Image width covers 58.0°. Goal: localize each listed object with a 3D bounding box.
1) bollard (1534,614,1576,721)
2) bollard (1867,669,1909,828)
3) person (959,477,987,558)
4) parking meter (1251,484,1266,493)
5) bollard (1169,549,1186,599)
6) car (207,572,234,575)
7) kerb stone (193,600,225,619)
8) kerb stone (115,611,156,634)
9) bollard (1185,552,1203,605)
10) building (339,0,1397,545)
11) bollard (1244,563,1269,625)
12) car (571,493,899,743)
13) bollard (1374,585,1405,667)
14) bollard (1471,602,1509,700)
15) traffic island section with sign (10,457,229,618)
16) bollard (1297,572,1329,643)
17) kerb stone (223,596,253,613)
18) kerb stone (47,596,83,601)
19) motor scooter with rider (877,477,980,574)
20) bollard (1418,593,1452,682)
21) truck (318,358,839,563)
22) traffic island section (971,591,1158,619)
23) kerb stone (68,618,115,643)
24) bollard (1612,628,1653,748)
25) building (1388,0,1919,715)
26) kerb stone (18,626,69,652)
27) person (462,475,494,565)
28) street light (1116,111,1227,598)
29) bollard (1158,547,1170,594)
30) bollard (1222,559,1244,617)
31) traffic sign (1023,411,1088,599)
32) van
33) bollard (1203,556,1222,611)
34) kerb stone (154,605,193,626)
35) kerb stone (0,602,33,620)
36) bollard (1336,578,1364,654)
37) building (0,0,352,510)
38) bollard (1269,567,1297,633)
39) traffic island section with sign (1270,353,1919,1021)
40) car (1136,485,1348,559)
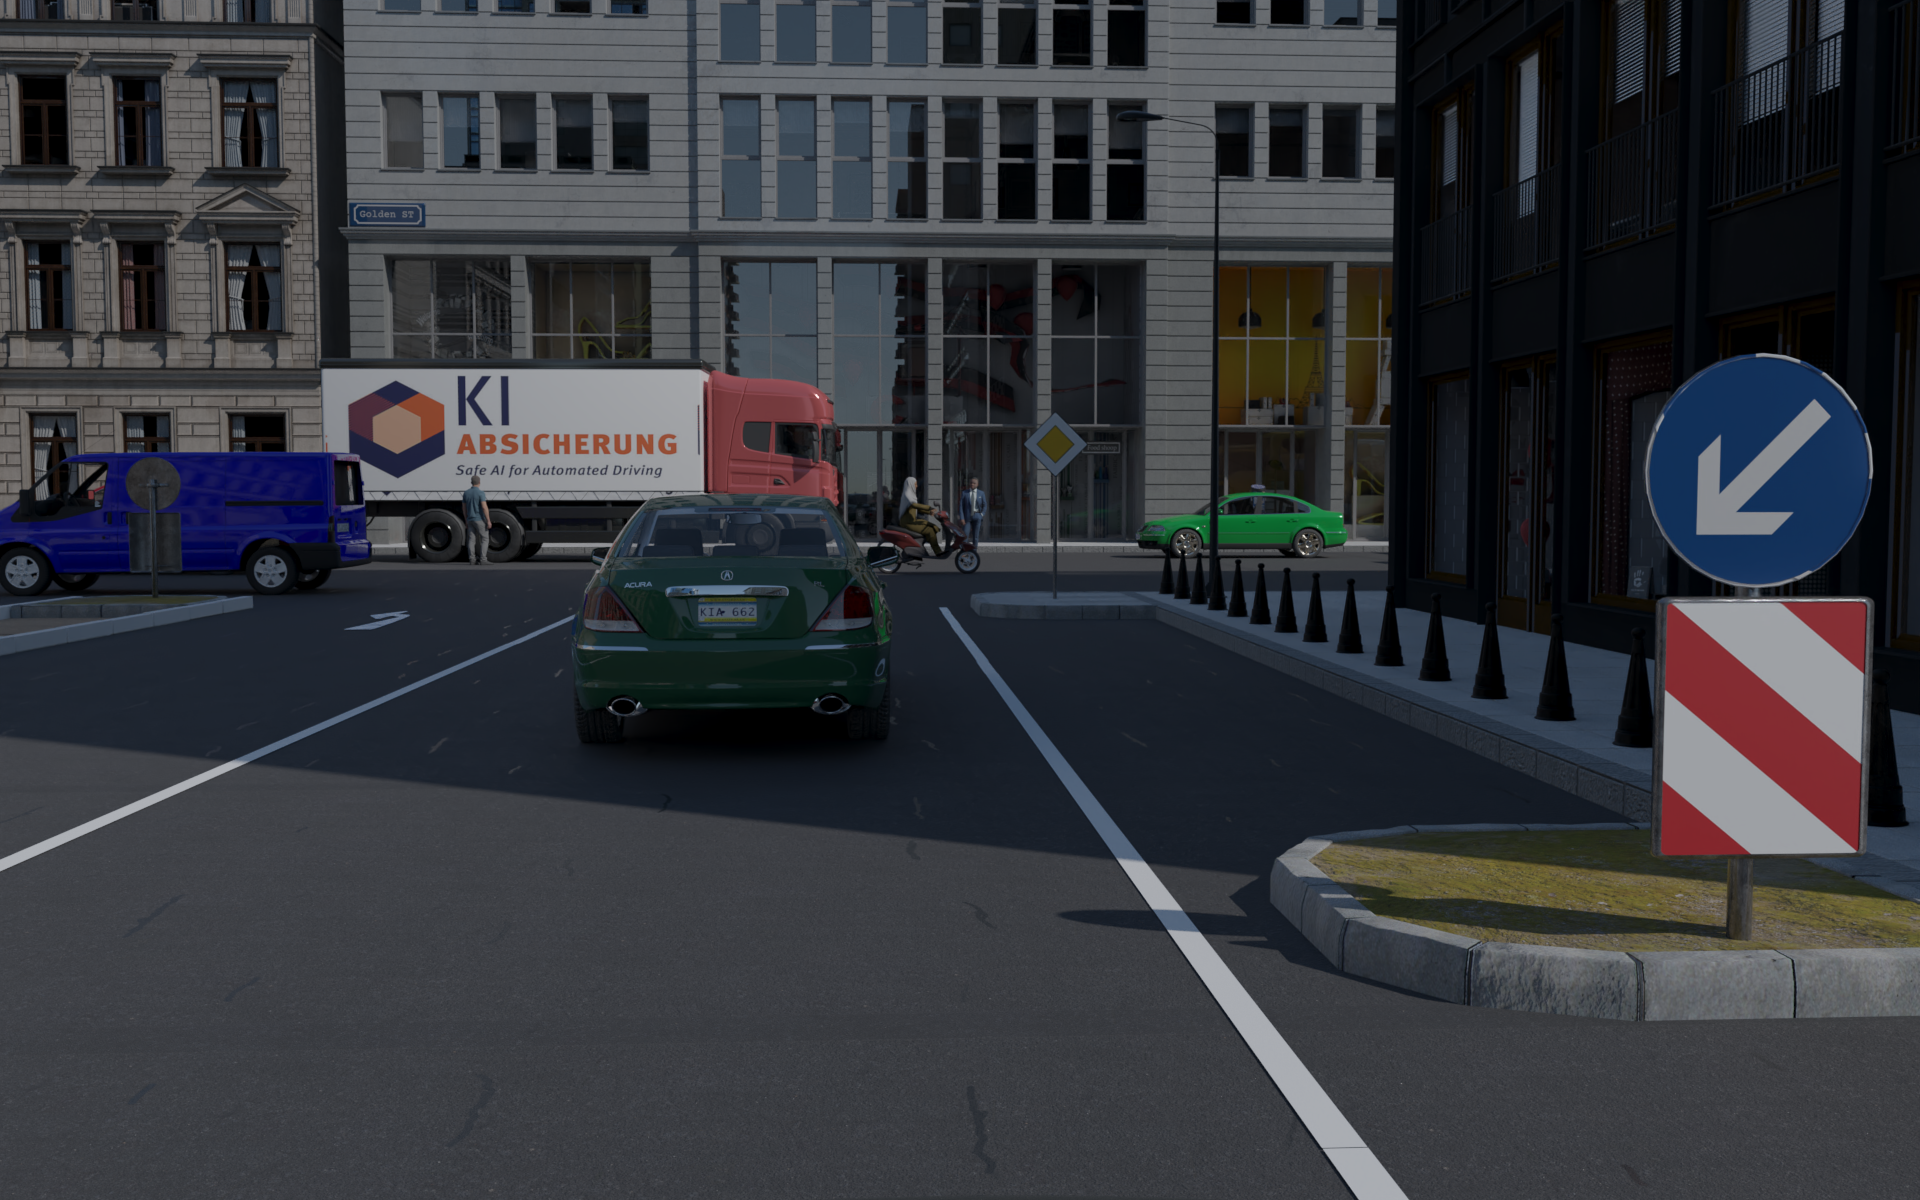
[{"bbox_3d":[3.396,0.378,9.862,0.229,0.601,0.229,0,3,0],"label":"bollard"},{"bbox_3d":[3.582,0.568,6.755,0.229,0.601,0.229,0,3,0],"label":"bollard"},{"bbox_3d":[0.249,-1.822,38.468,0.721,1.800,0.419,-1,4,-11],"label":"person"},{"bbox_3d":[7.649,-2.205,44.463,0.372,1.533,0.369,0,3,0],"label":"parking meter"},{"bbox_3d":[2.728,-0.316,21.207,0.229,0.601,0.229,0,3,0],"label":"bollard"},{"bbox_3d":[-14.607,-1.388,31.374,5.304,1.827,2.281,0,4,-3],"label":"car"},{"bbox_3d":[-8.861,0.124,20.232,0.120,0.150,1.000,0,4,-3],"label":"kerb stone"},{"bbox_3d":[-8.733,0.252,18.185,0.120,0.150,1.000,0,4,-3],"label":"kerb stone"},{"bbox_3d":[2.787,-0.253,20.182,0.229,0.601,0.229,0,3,0],"label":"bollard"},{"bbox_3d":[-0.964,-16.621,49.238,29.804,29.767,11.434,0,4,-3],"label":"building"},{"bbox_3d":[2.971,-0.065,17.098,0.229,0.601,0.229,0,3,0],"label":"bollard"},{"bbox_3d":[-1.436,0.020,11.472,2.131,1.459,4.920,0,4,-5],"label":"car"},{"bbox_3d":[3.216,0.188,12.961,0.229,0.601,0.229,0,3,0],"label":"bollard"},{"bbox_3d":[3.337,0.315,10.895,0.229,0.601,0.229,0,3,0],"label":"bollard"},{"bbox_3d":[-9.940,-0.777,20.833,2.006,1.907,1.989,0,4,-3],"label":"traffic island section with sign"},{"bbox_3d":[3.090,0.061,15.043,0.229,0.601,0.229,0,3,0],"label":"bollard"},{"bbox_3d":[-8.916,0.058,21.258,0.120,0.150,1.000,0,4,-3],"label":"kerb stone"},{"bbox_3d":[-11.026,0.060,21.212,0.120,0.150,1.000,0,4,-3],"label":"kerb stone"},{"bbox_3d":[-0.623,-1.353,31.091,1.986,1.779,0.876,0,4,-2],"label":"motor scooter with rider"},{"bbox_3d":[3.277,0.251,11.932,0.229,0.601,0.229,0,3,0],"label":"bollard"},{"bbox_3d":[-7.611,-2.946,37.081,11.283,4.237,2.839,0,4,-1],"label":"truck"},{"bbox_3d":[1.183,0.063,21.247,2.009,0.180,2.903,0,4,-3],"label":"traffic island section"},{"bbox_3d":[-8.674,0.310,17.162,0.120,0.150,1.000,0,4,-3],"label":"kerb stone"},{"bbox_3d":[3.456,0.441,8.837,0.229,0.601,0.229,0,3,0],"label":"bollard"},{"bbox_3d":[11.457,-11.117,11.440,12.332,23.373,15.834,0,4,-3],"label":"building"},{"bbox_3d":[-8.614,0.375,16.139,0.120,0.150,1.000,0,4,-3],"label":"kerb stone"},{"bbox_3d":[-9.726,-1.611,34.963,0.598,1.807,0.434,2,4,32],"label":"person"},{"bbox_3d":[2.592,-2.976,21.203,1.470,5.913,1.316,0,4,-3],"label":"street light"},{"bbox_3d":[2.666,-0.379,22.244,0.229,0.601,0.229,0,3,0],"label":"bollard"},{"bbox_3d":[2.909,-0.128,18.128,0.229,0.601,0.229,0,3,0],"label":"bollard"},{"bbox_3d":[1.160,-1.072,21.169,0.795,2.450,0.064,0,4,-3],"label":"traffic sign"},{"bbox_3d":[-11.453,-1.276,25.242,5.245,2.365,2.240,0,4,-4],"label":"van"},{"bbox_3d":[2.851,-0.190,19.156,0.229,0.601,0.229,0,3,0],"label":"bollard"},{"bbox_3d":[-8.794,0.183,19.207,0.120,0.150,1.000,0,4,-3],"label":"kerb stone"},{"bbox_3d":[-10.965,0.123,20.189,0.120,0.150,1.000,0,4,-3],"label":"kerb stone"},{"bbox_3d":[3.156,0.125,13.997,0.229,0.601,0.229,0,3,0],"label":"bollard"},{"bbox_3d":[-25.450,-11.195,47.672,19.286,19.102,10.561,0,4,-3],"label":"building"},{"bbox_3d":[3.032,-0.002,16.073,0.229,0.601,0.229,0,3,0],"label":"bollard"},{"bbox_3d":[2.107,0.181,5.667,1.989,1.847,2.006,0,4,-3],"label":"traffic island section with sign"},{"bbox_3d":[6.351,-1.862,39.233,4.718,1.807,1.959,0,4,-3],"label":"car"}]
